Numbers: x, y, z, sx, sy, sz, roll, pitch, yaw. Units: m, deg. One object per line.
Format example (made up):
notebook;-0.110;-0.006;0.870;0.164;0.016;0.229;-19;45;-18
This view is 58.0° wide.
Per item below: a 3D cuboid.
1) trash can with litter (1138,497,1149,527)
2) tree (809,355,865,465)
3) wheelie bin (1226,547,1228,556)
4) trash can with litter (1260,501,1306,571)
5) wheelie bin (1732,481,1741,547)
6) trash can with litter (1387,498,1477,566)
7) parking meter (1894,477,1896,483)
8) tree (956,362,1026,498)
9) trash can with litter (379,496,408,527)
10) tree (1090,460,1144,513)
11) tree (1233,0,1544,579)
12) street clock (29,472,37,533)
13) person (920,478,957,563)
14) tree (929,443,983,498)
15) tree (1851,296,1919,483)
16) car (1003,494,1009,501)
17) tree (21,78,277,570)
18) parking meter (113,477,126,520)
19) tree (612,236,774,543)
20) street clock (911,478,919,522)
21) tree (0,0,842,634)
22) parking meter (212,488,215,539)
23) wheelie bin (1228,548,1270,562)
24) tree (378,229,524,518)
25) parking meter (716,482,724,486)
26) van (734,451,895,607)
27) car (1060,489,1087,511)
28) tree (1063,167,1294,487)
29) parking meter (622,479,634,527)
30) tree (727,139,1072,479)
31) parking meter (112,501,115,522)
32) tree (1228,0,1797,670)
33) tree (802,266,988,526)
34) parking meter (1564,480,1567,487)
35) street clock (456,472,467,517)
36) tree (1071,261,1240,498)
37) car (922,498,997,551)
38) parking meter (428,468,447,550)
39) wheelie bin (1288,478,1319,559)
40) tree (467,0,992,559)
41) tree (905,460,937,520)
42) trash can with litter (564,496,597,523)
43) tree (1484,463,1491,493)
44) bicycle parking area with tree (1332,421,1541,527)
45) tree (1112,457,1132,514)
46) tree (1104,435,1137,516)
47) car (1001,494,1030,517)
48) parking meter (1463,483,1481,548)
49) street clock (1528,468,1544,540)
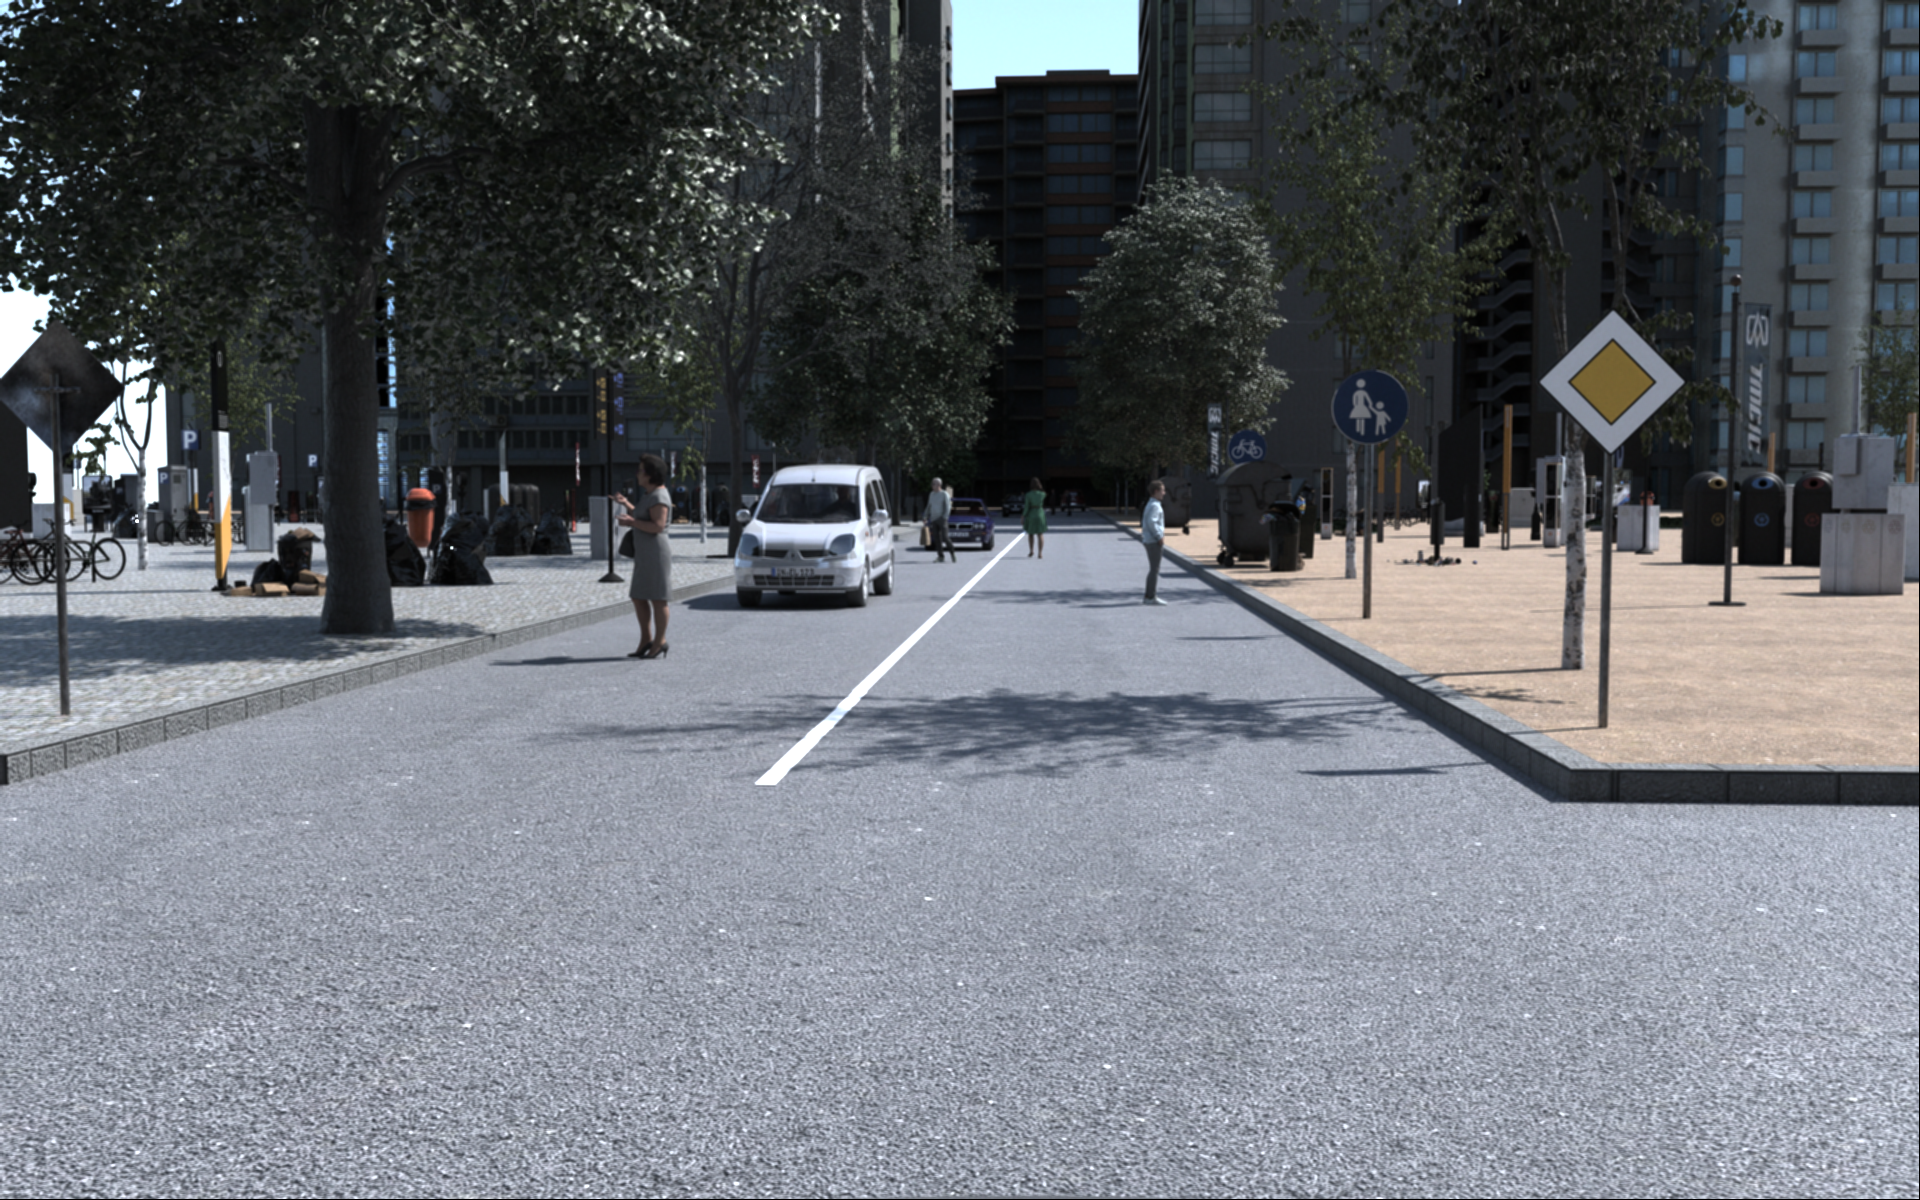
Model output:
trash can with litter;7.400;-3.376;66.579;1.055;1.170;0.624;2;4;25
tree;-5.214;-7.964;80.567;4.737;8.622;4.395;0;3;0
wheelie bin;5.801;-1.703;35.744;0.980;1.594;0.693;-1;4;-14
trash can with litter;5.425;-1.076;28.983;0.624;1.170;1.055;1;4;23
wheelie bin;18.623;-2.089;42.070;0.693;1.594;0.980;-3;4;-39
trash can with litter;8.641;-1.272;31.849;1.678;1.210;2.233;1;4;19
parking meter;31.531;-3.239;58.667;0.255;1.863;0.399;3;4;36
tree;1.116;-11.303;119.214;7.601;10.594;8.767;0;4;8
trash can with litter;-22.248;-3.447;67.413;2.233;1.210;1.678;0;4;5
tree;10.977;-8.237;118.386;4.285;4.588;4.351;0;3;0
tree;6.117;-4.618;25.873;4.737;8.622;4.395;0;3;0
street clock;-30.885;-3.244;57.615;0.471;2.002;0.358;3;5;44
person;-0.480;-1.674;36.350;0.782;1.767;0.515;3;4;38
tree;-0.223;-7.183;101.149;4.285;4.588;4.351;0;3;0
tree;35.524;-7.025;65.215;4.737;8.622;4.395;0;3;0
car;4.075;-7.167;127.398;2.015;1.641;3.980;0;4;2
tree;-13.770;-4.823;29.215;4.737;8.622;4.395;0;3;0
parking meter;-29.185;-3.329;60.137;0.399;1.863;0.255;-2;4;-26
tree;-6.995;-5.808;45.316;4.737;8.622;4.395;0;3;0
street clock;-2.025;-4.512;78.336;0.358;2.002;0.471;-1;4;-14
tree;-5.523;-6.675;15.793;9.857;13.997;8.962;0;3;0
parking meter;-20.987;-2.491;49.142;0.372;1.533;0.369;0;3;0
wheelie bin;5.590;-1.540;33.084;0.693;1.594;0.980;1;4;18
tree;-14.051;-5.948;47.609;4.360;8.622;3.978;0;3;0
parking meter;-11.588;-4.761;83.545;0.399;1.863;0.255;-1;4;-13
van;-1.896;-0.999;23.346;2.013;2.044;4.112;0;4;5
car;9.450;-8.315;144.626;2.281;1.827;5.304;0;4;4
tree;8.775;-9.946;69.272;9.857;13.997;8.962;0;3;0
parking meter;-12.892;-3.768;67.324;0.399;1.863;0.255;-3;5;-43
tree;-2.873;-8.454;55.225;9.611;12.733;9.660;0;3;0
parking meter;-39.209;-4.405;80.439;0.372;1.533;0.369;0;3;0
tree;4.303;-3.790;12.327;4.360;8.622;3.978;0;3;0
tree;-2.678;-8.754;68.884;9.928;11.665;9.643;0;3;0
parking meter;24.080;-3.871;69.002;0.399;1.863;0.255;-1;4;-9
street clock;-16.412;-3.212;57.086;0.358;2.002;0.471;-3;4;-36
tree;9.285;-10.176;83.378;9.611;12.733;9.660;0;3;0
car;0.008;-1.990;45.121;1.945;1.354;3.894;0;4;2
parking meter;-11.917;-2.070;39.551;0.399;1.863;0.255;-1;4;-10
wheelie bin;6.719;-1.630;34.567;0.693;1.594;0.980;-1;4;-21
tree;-4.472;-7.580;34.299;12.009;13.543;11.850;0;3;0
tree;-1.999;-5.659;87.126;1.663;3.219;1.824;0;3;0
trash can with litter;-16.662;-4.062;77.475;2.233;1.210;1.678;2;4;23
tree;22.781;-4.996;76.286;1.663;3.219;1.824;0;3;0
bicycle parking area with tree;19.275;-5.124;70.783;9.016;4.147;8.231;1;4;23
tree;10.357;-9.840;111.242;4.360;8.622;3.978;0;3;0
tree;9.515;-9.193;100.670;4.737;8.622;4.395;0;3;0
car;3.588;-6.051;108.726;2.009;1.686;4.222;0;4;5
parking meter;12.263;-2.022;41.475;0.372;1.533;0.369;0;3;0
street clock;15.971;-2.656;47.988;0.471;2.002;0.358;-2;4;-24
